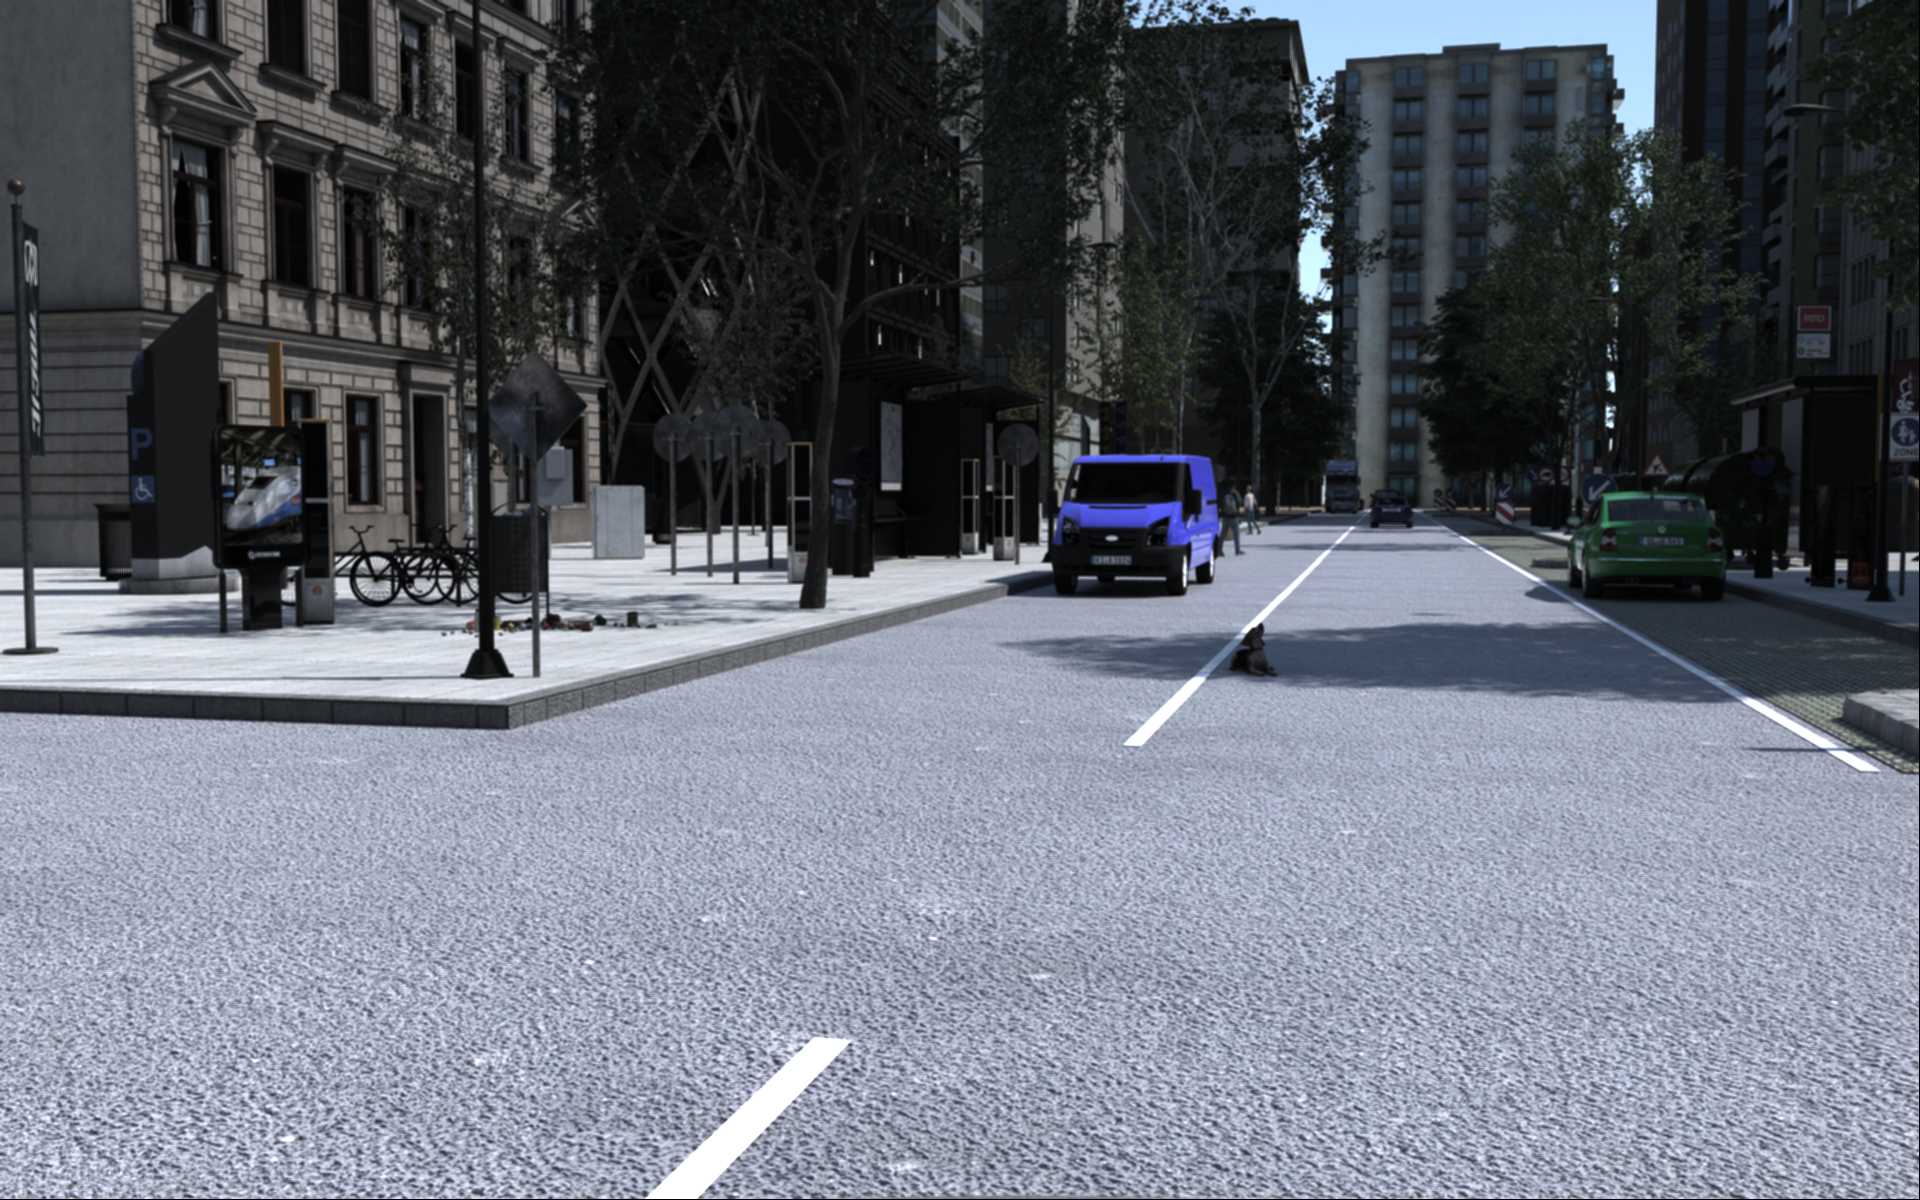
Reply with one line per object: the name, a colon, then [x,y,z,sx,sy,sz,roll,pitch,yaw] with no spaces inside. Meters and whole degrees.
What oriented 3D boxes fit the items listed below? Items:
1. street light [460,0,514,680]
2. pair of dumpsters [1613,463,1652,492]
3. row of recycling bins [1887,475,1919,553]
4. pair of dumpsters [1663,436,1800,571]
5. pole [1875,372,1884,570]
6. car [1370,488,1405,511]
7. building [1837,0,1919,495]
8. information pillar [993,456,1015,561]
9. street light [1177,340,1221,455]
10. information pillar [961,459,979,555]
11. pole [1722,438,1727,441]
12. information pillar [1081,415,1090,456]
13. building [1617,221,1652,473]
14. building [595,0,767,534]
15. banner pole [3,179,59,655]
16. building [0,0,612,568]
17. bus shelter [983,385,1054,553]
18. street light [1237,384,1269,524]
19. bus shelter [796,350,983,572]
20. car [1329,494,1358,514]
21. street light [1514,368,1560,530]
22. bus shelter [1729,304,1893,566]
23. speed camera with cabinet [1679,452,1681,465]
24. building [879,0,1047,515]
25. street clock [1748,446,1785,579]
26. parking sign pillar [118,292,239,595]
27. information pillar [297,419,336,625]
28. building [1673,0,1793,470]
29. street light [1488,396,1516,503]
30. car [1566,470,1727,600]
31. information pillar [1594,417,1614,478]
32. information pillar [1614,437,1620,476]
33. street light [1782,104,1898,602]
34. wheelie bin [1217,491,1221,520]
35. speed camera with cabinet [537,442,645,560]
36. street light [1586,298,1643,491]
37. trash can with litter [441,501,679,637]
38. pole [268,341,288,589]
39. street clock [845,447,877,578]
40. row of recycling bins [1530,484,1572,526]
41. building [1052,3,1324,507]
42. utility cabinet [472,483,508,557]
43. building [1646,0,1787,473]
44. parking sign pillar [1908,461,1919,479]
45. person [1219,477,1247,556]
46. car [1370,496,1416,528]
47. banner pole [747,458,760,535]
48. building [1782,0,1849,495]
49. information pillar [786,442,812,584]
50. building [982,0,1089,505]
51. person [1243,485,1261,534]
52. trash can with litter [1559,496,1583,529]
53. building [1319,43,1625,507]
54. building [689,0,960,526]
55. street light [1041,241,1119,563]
street light: [-2.794,-2.403,11.837,1.470,5.913,1.316,1,4,14]
pair of dumpsters: [21.725,-3.244,55.526,1.574,2.255,4.437,1,4,14]
row of recycling bins: [22.192,-1.911,38.352,3.534,1.692,1.069,0,3,0]
pair of dumpsters: [13.789,-1.750,31.104,1.574,2.255,4.437,1,4,14]
pole: [15.440,-2.154,29.062,0.158,3.312,0.155,0,3,0]
car: [28.658,-6.577,116.212,2.281,1.827,5.304,1,4,14]
building: [43.366,-15.251,67.376,12.078,24.808,19.932,1,4,14]
information pillar: [0.846,-1.763,33.309,0.304,2.012,0.304,-3,5,-40]
street light: [7.147,-4.883,52.386,1.470,5.913,1.316,1,4,14]
information pillar: [0.212,-1.964,36.605,0.304,2.012,0.304,1,4,18]
pole: [27.697,-4.219,62.818,0.158,3.312,0.155,0,3,0]
information pillar: [3.709,-3.671,51.374,0.183,3.616,0.504,-1,4,-21]
building: [75.294,-24.794,177.076,14.107,30.474,14.160,1,4,14]
building: [-15.309,-11.627,57.554,16.820,18.784,16.811,1,4,14]
banner pole: [-7.561,-1.473,14.098,0.401,3.779,0.863,-1,4,-14]
building: [-16.417,-10.681,39.264,10.561,19.102,19.286,1,4,14]
bus shelter: [0.787,-3.020,40.664,1.731,3.624,6.357,1,4,14]
street light: [12.337,-6.164,73.318,1.470,5.913,1.316,1,4,14]
bus shelter: [-1.200,-2.465,31.584,1.731,3.624,6.357,1,4,14]
car: [27.699,-6.912,125.008,2.014,1.417,4.499,1,4,14]
street light: [20.635,-5.442,61.511,1.470,5.913,1.316,1,4,14]
bus shelter: [16.808,-3.483,34.579,2.179,5.291,8.768,1,4,14]
speed camera with cabinet: [32.894,-5.268,80.462,2.038,3.252,0.660,-1,4,-10]
building: [-11.914,-25.177,103.531,32.217,40.220,23.993,1,4,14]
street clock: [12.255,-1.333,26.357,0.358,2.002,0.471,-2,4,-28]
parking sign pillar: [-10.239,-2.087,22.601,1.447,3.967,1.447,1,4,13]
information pillar: [-6.339,-0.770,17.076,0.304,2.012,0.304,-1,4,-16]
building: [58.781,-48.481,105.334,22.319,86.520,31.000,1,4,14]
street light: [25.615,-6.682,81.791,1.470,5.913,1.316,1,4,14]
car: [9.760,-0.979,24.797,1.959,1.807,4.718,1,4,15]
information pillar: [19.655,-3.777,53.104,0.504,3.616,0.183,-1,4,-10]
information pillar: [27.085,-4.907,71.582,0.183,3.616,0.504,0,4,-6]
street light: [10.509,-2.946,20.714,1.470,5.913,1.316,1,4,14]
wheelie bin: [11.352,-4.299,78.198,0.693,1.594,0.980,-2,4,-27]
speed camera with cabinet: [-7.262,-2.426,34.002,2.038,3.252,0.660,-1,4,-17]
street light: [15.497,-4.186,40.978,1.470,5.913,1.316,1,4,14]
trash can with litter: [-3.780,-0.332,16.486,2.233,1.210,1.678,-1,4,-16]
pole: [-9.160,-1.799,23.264,0.158,3.312,0.155,0,3,0]
street clock: [-1.520,-1.350,26.642,0.358,2.002,0.471,3,5,41]
row of recycling bins: [24.392,-3.924,71.277,1.069,1.692,3.534,2,4,35]
building: [26.942,-37.103,195.869,27.495,52.752,28.713,1,4,14]
utility cabinet: [-9.439,-1.593,34.723,0.318,1.500,1.173,-3,5,-39]
building: [60.175,-29.328,129.632,14.600,45.320,14.200,1,4,14]
parking sign pillar: [30.901,-4.195,57.059,1.447,3.967,1.447,1,4,22]
person: [6.154,-1.900,39.552,0.713,1.824,0.794,-2,4,-26]
car: [18.473,-3.755,73.968,1.945,1.354,3.894,1,4,15]
banner pole: [-6.430,-3.916,54.041,0.401,3.779,0.863,0,4,2]
building: [48.822,-24.600,85.810,14.154,41.232,14.086,1,4,14]
information pillar: [-2.295,-1.242,24.794,0.304,2.012,0.304,-1,4,-19]
building: [-1.864,-33.540,137.610,27.495,52.752,28.713,1,4,14]
person: [10.416,-3.196,61.434,0.598,1.740,0.731,2,4,33]
trash can with litter: [22.949,-3.230,63.865,1.678,1.210,2.233,1,4,21]
building: [54.713,-34.732,187.477,30.456,49.044,23.786,1,4,14]
building: [-7.854,-15.195,78.111,12.332,23.373,15.834,1,4,14]
street light: [2.225,-3.643,32.106,1.470,5.913,1.316,1,4,14]
